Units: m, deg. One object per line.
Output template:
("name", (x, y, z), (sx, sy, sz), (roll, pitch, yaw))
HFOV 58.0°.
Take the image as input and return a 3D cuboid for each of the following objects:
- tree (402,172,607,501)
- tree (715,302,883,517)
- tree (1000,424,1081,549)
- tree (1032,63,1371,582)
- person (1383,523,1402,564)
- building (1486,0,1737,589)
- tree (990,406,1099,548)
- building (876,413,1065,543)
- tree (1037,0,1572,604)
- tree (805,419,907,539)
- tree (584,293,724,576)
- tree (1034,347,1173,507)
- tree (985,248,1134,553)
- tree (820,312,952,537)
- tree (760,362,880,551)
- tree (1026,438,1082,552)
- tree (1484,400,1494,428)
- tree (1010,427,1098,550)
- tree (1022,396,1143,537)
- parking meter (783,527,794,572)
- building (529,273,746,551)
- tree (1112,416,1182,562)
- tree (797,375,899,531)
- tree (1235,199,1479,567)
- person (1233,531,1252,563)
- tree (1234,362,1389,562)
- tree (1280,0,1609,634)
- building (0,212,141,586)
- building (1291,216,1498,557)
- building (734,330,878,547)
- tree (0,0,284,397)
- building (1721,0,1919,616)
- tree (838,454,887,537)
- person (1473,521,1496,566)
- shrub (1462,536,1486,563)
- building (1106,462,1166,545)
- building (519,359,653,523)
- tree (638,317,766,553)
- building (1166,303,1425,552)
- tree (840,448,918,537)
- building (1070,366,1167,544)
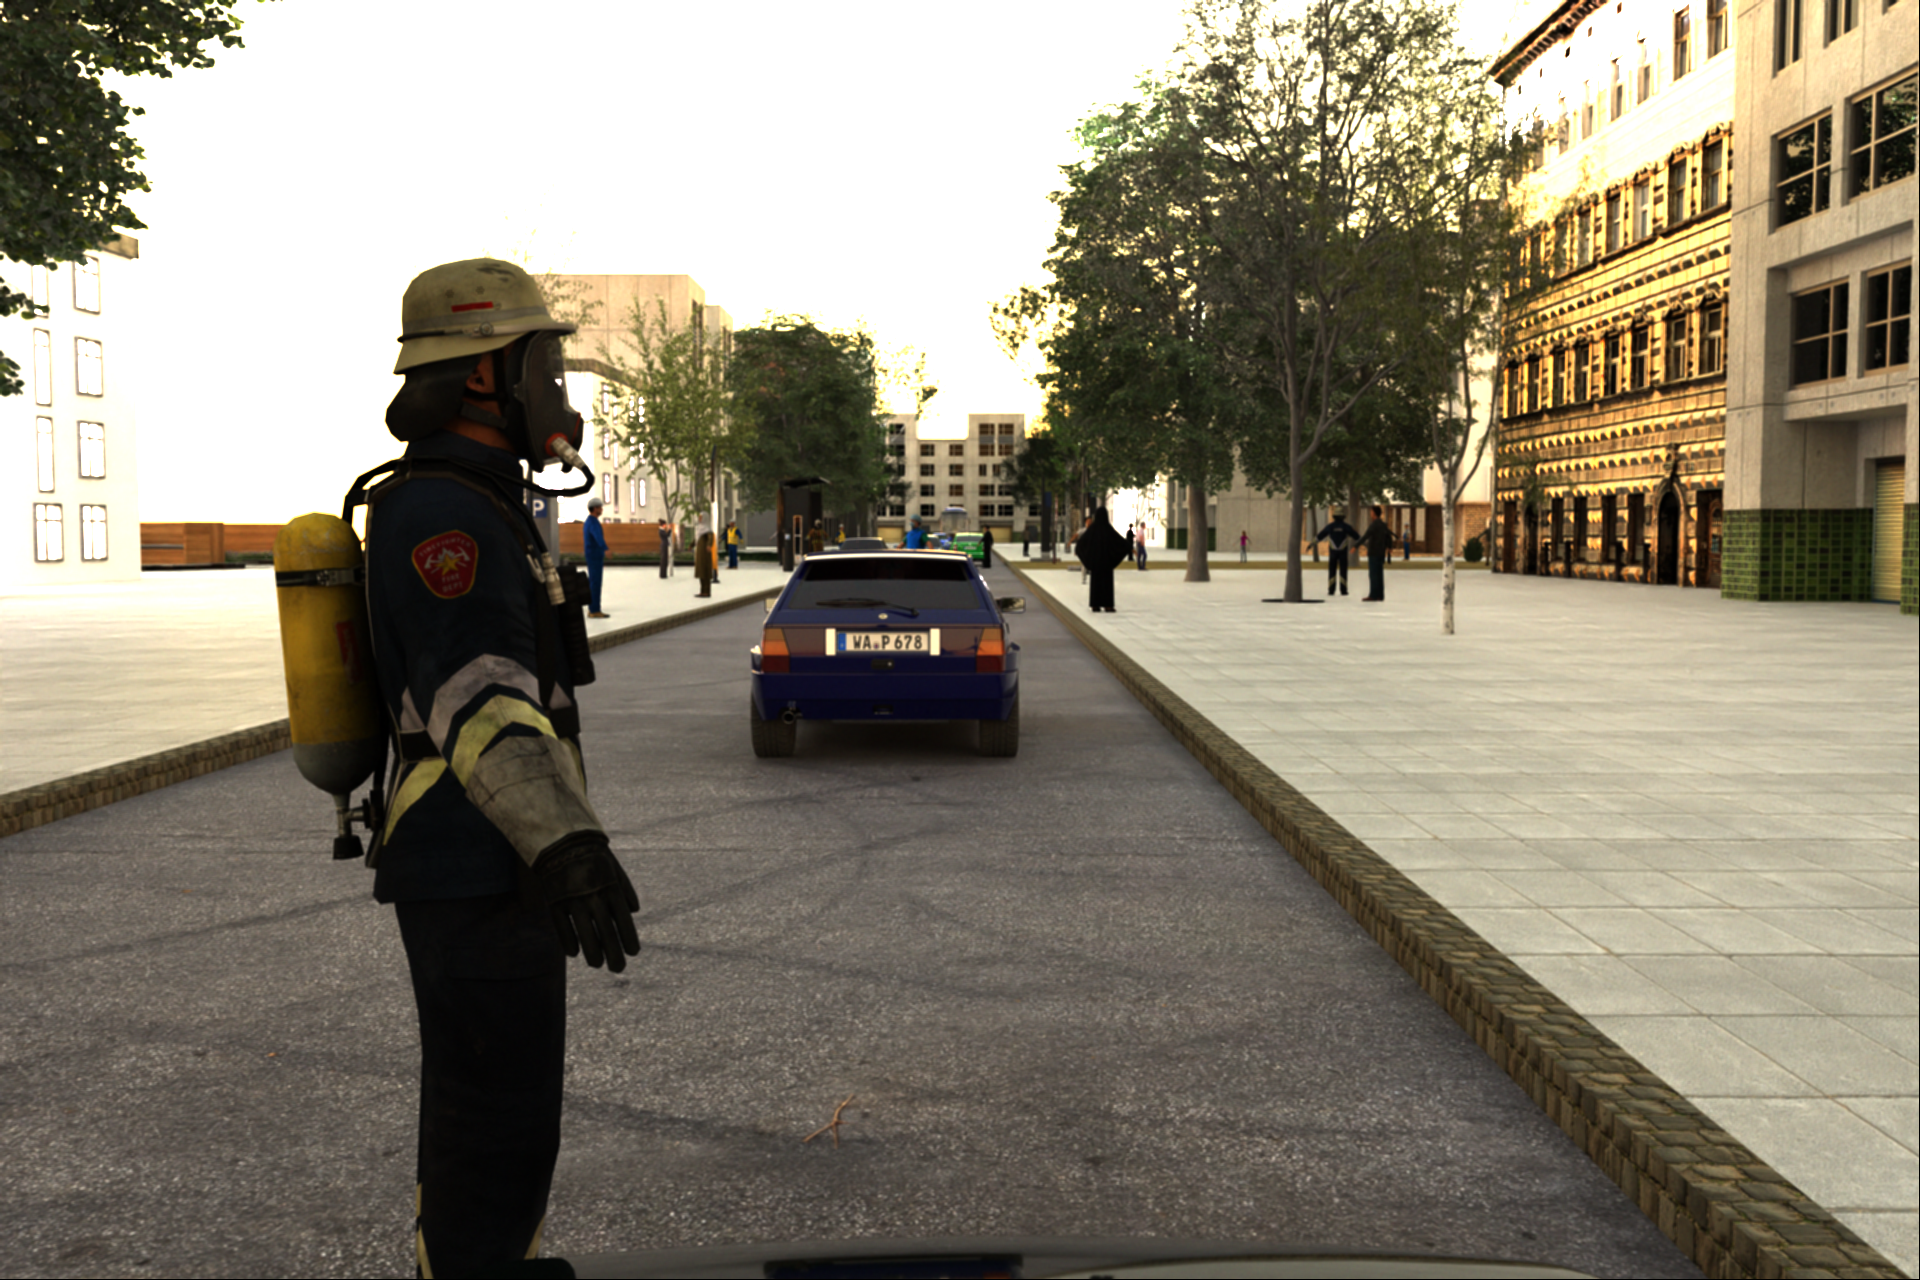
("tree", (-8.659, -5.166, 34.828), (4.360, 8.622, 3.978), (0, 3, 0))
("tree", (-8.831, -11.452, 93.892), (9.857, 13.997, 8.962), (0, 3, 0))
("tree", (7.290, -13.019, 147.279), (7.601, 10.594, 8.767), (1, 4, 23))
("tree", (6.382, -8.558, 46.574), (9.857, 13.997, 8.962), (0, 3, 0))
("person", (18.128, -4.083, 73.480), (1.216, 1.740, 0.721), (0, 4, -3))
("building", (26.789, -13.245, 47.486), (19.493, 23.208, 18.063), (0, 4, 0))
("tree", (8.010, -15.260, 159.866), (12.009, 13.543, 11.850), (0, 3, 0))
("building", (1.131, -23.861, 259.047), (31.486, 18.905, 16.747), (0, 4, 1))
("tree", (6.407, -7.446, 32.120), (12.009, 13.543, 11.850), (0, 3, 0))
("tree", (-8.371, -11.821, 127.692), (8.767, 10.594, 7.601), (-2, 4, -28))
("tree", (-8.942, -6.236, 52.326), (4.737, 8.622, 4.395), (0, 3, 0))
("tree", (7.404, -9.961, 88.618), (9.928, 11.665, 9.643), (0, 3, 0))
("tree", (8.340, -15.801, 114.233), (12.611, 20.169, 13.585), (0, 3, 0))
("tree", (-7.055, -17.749, 146.089), (12.611, 20.169, 13.585), (0, 3, 0))
("tree", (-8.555, -10.948, 104.757), (9.928, 11.665, 9.643), (0, 3, 0))
("tree", (7.032, -10.677, 124.931), (4.737, 8.622, 4.395), (0, 3, 0))
("tree", (28.901, -10.273, 78.332), (12.009, 13.543, 11.850), (0, 3, 0))
("tree", (7.530, -12.281, 135.199), (7.601, 10.594, 8.767), (-1, 4, -19))
("tree", (7.444, -10.282, 102.516), (8.767, 10.594, 7.601), (2, 4, 33))
("parking meter", (-5.880, -3.112, 59.294), (0.372, 1.533, 0.369), (0, 3, 0))
("building", (-26.800, -16.330, 133.449), (16.747, 18.905, 31.486), (0, 4, 0))
("tree", (7.978, -7.893, 79.420), (4.360, 8.622, 3.978), (0, 3, 0))
("tree", (-7.830, -11.530, 114.273), (9.928, 11.665, 9.643), (0, 3, 0))
("tree", (15.405, -9.840, 67.546), (9.857, 13.997, 8.962), (0, 3, 0))
("person", (12.682, -4.186, 77.704), (0.991, 1.433, 0.599), (-2, 4, -25))
("tree", (15.988, -8.847, 79.056), (7.601, 10.594, 8.767), (1, 4, 14))
("tree", (6.376, -4.392, 22.179), (4.360, 8.622, 3.978), (0, 3, 0))
("building", (-24.274, -5.705, 35.420), (9.099, 9.664, 28.070), (0, 4, 1))
("building", (26.365, -15.502, 109.878), (16.016, 20.090, 11.380), (0, 4, 0))
("building", (-24.122, -21.168, 190.068), (27.936, 21.610, 32.646), (0, 4, 1))
("tree", (-9.507, -6.497, 12.878), (9.857, 13.997, 8.962), (0, 3, 0))
("building", (23.265, -9.271, 18.045), (16.747, 18.905, 31.486), (0, 4, 1))
("tree", (-8.176, -11.311, 135.297), (4.360, 8.622, 3.978), (0, 3, 0))
("person", (21.570, -3.920, 70.367), (1.348, 1.796, 0.705), (1, 4, 12))
("shrub", (23.027, -4.070, 77.656), (1.383, 1.207, 1.383), (0, 3, 0))
("building", (23.126, -16.381, 209.974), (9.099, 9.664, 28.070), (0, 4, 1))
("building", (-21.726, -9.481, 97.160), (9.099, 9.664, 28.070), (0, 4, 1))
("tree", (-8.868, -6.691, 59.766), (4.737, 8.622, 4.395), (0, 3, 0))
("building", (26.376, -16.489, 136.052), (16.747, 18.905, 31.486), (0, 4, 0))
("tree", (-8.139, -14.218, 166.882), (8.767, 10.594, 7.601), (-2, 4, -27))
("building", (24.676, -24.572, 232.672), (19.493, 23.208, 18.063), (0, 4, 0))
